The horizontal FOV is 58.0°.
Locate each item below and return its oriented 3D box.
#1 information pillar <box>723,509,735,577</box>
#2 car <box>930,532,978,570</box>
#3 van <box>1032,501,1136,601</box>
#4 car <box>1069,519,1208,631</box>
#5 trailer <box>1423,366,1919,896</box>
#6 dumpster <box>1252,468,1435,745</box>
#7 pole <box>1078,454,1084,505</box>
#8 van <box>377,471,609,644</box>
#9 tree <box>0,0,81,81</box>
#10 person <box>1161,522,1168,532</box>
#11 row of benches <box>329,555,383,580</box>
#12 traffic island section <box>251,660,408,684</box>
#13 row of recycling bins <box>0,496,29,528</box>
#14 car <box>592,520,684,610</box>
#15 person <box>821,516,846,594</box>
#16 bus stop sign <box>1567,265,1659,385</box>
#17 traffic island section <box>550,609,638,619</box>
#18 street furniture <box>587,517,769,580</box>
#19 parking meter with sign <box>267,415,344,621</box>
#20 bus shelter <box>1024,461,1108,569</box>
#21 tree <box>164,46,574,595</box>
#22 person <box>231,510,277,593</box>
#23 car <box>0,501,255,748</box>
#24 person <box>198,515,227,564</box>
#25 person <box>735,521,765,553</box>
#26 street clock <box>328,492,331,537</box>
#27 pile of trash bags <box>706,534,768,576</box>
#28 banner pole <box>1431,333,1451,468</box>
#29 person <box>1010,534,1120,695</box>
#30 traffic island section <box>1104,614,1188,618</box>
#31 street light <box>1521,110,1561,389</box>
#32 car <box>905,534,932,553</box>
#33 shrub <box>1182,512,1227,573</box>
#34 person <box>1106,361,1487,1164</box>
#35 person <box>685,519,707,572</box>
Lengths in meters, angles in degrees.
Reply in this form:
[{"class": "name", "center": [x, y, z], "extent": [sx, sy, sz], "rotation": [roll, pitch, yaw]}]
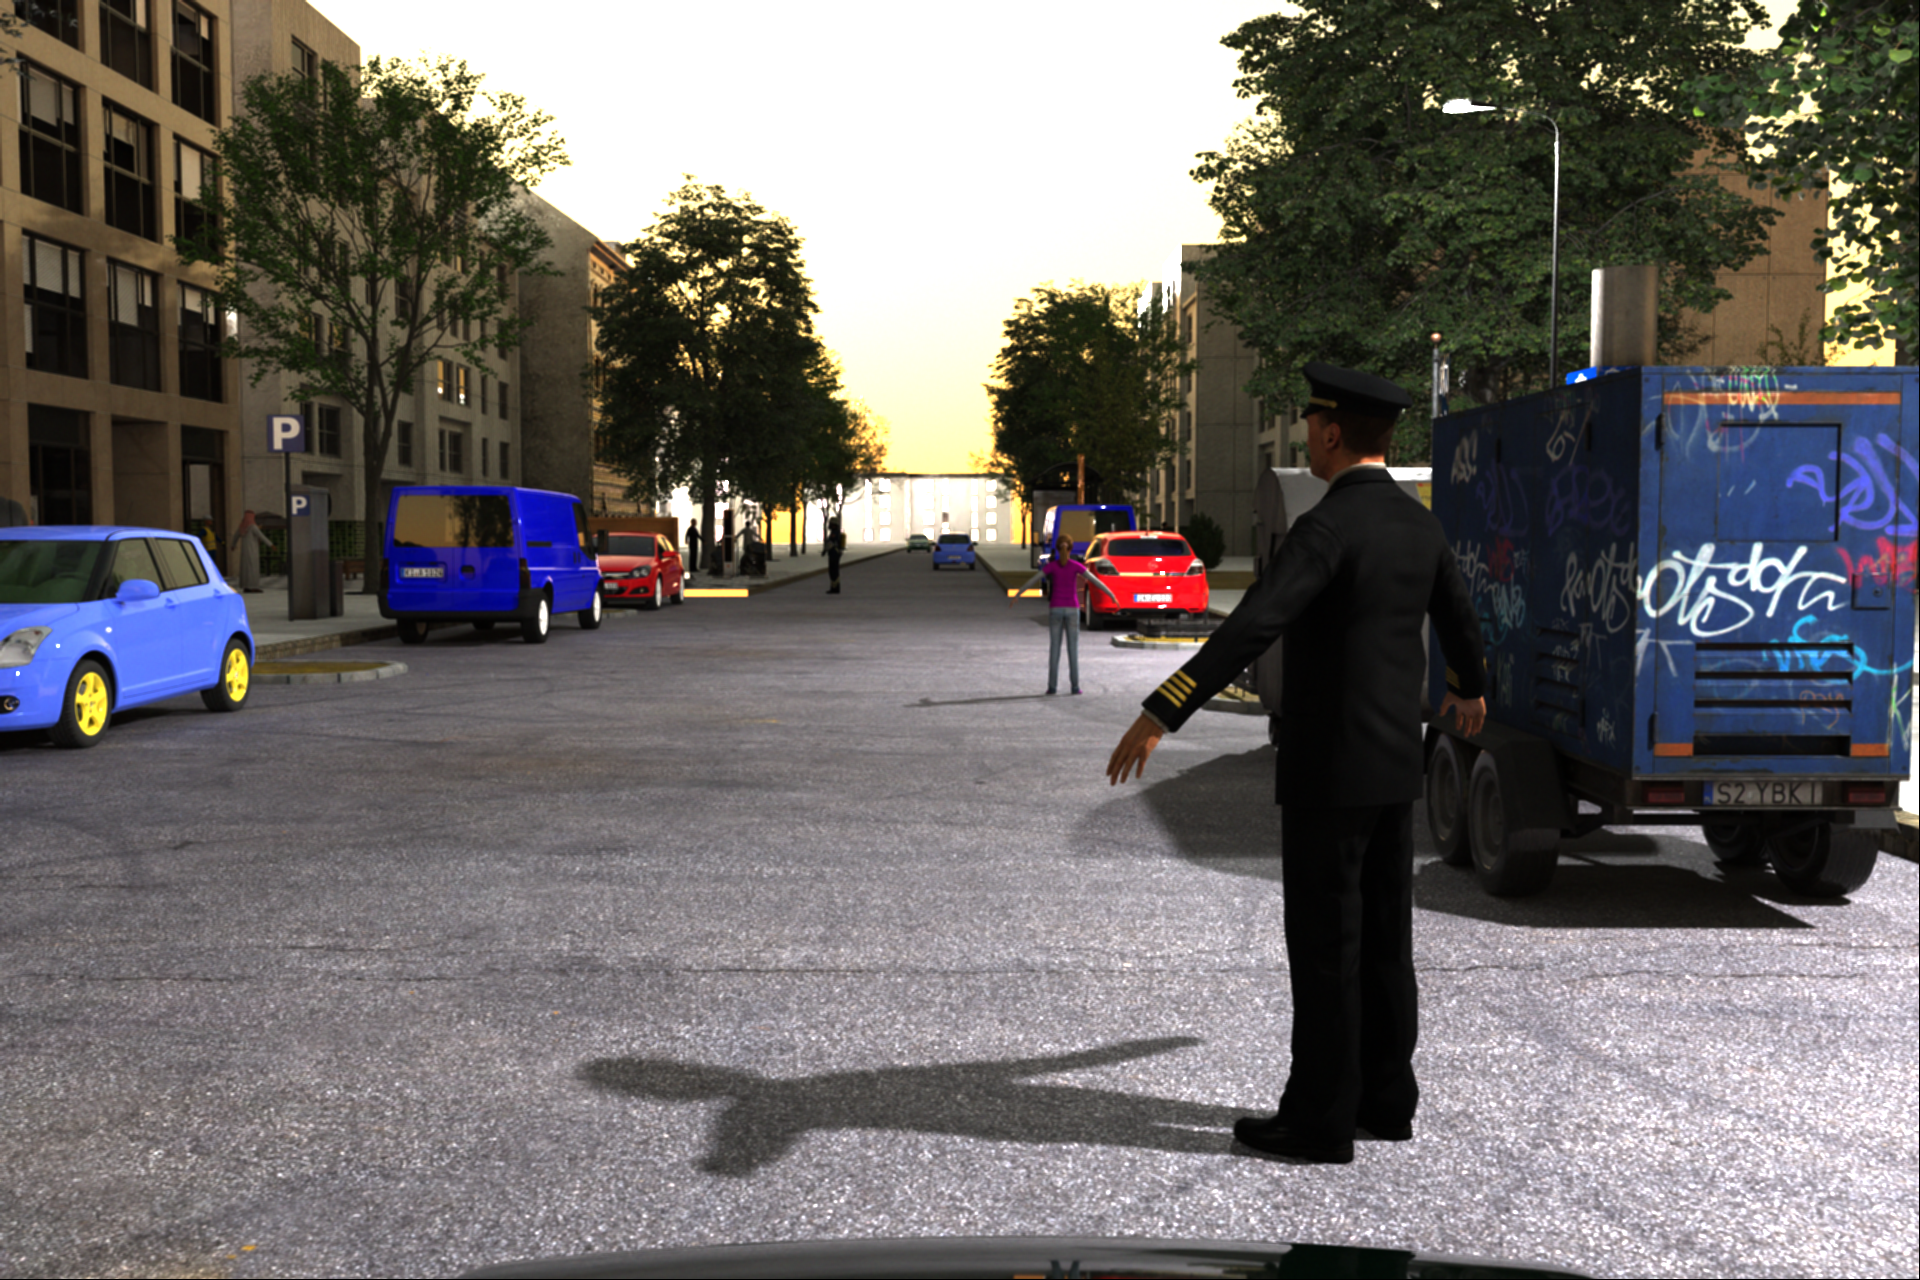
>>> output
[{"class": "information pillar", "center": [-6.843, -2.862, 51.279], "extent": [0.304, 2.012, 0.304], "rotation": [0, 3, 0]}, {"class": "car", "center": [-0.239, -3.700, 70.092], "extent": [1.945, 1.707, 3.694], "rotation": [0, 4, 0]}, {"class": "van", "center": [2.792, -2.083, 38.438], "extent": [2.240, 2.365, 5.245], "rotation": [0, 4, 0]}, {"class": "car", "center": [2.750, -1.111, 27.202], "extent": [2.155, 1.783, 4.494], "rotation": [0, 4, -1]}, {"class": "trailer", "center": [2.802, -0.050, 7.863], "extent": [1.471, 1.999, 3.904], "rotation": [0, 4, 0]}, {"class": "dumpster", "center": [2.864, -0.186, 11.262], "extent": [1.865, 1.857, 1.264], "rotation": [0, 4, -1]}, {"class": "pole", "center": [3.085, -3.081, 44.220], "extent": [0.158, 3.312, 0.155], "rotation": [0, 3, 0]}, {"class": "van", "center": [-6.371, -1.218, 24.301], "extent": [2.240, 2.365, 5.245], "rotation": [0, 4, 0]}, {"class": "tree", "center": [-12.206, -6.200, 11.735], "extent": [12.009, 13.543, 11.850], "rotation": [0, 3, 0]}, {"class": "person", "center": [8.952, -4.242, 75.537], "extent": [0.705, 1.806, 1.347], "rotation": [0, 4, -6]}, {"class": "row of benches", "center": [-17.014, -2.113, 50.007], "extent": [1.422, 0.672, 4.104], "rotation": [1, 4, 9]}, {"class": "traffic island section", "center": [-6.732, 0.327, 17.518], "extent": [1.991, 0.108, 1.994], "rotation": [0, 4, 0]}, {"class": "row of recycling bins", "center": [-9.593, -0.526, 15.721], "extent": [1.069, 1.692, 3.534], "rotation": [0, 4, 1]}, {"class": "car", "center": [-6.554, -1.522, 33.924], "extent": [2.155, 1.783, 4.494], "rotation": [0, 3, 0]}, {"class": "person", "center": [-3.058, -2.048, 41.723], "extent": [0.705, 1.856, 1.354], "rotation": [1, 4, 10]}, {"class": "bus stop sign", "center": [6.612, -1.731, 17.326], "extent": [0.837, 3.901, 0.837], "rotation": [0, 4, 0]}, {"class": "traffic island section", "center": [-6.730, -0.456, 30.327], "extent": [1.991, 0.108, 1.994], "rotation": [0, 4, 1]}, {"class": "street furniture", "center": [-10.717, -2.317, 44.743], "extent": [11.010, 1.723, 9.812], "rotation": [-1, 4, -10]}, {"class": "parking meter with sign", "center": [-9.845, -1.831, 26.204], "extent": [0.543, 3.016, 1.738], "rotation": [0, 4, -1]}, {"class": "bus shelter", "center": [3.046, -3.496, 51.086], "extent": [2.014, 3.302, 5.546], "rotation": [0, 4, -1]}, {"class": "tree", "center": [-12.358, -6.780, 36.605], "extent": [9.928, 11.665, 9.643], "rotation": [0, 3, 0]}, {"class": "person", "center": [-15.481, -1.938, 37.834], "extent": [1.347, 1.811, 0.704], "rotation": [2, 4, 27]}, {"class": "car", "center": [-6.654, -0.190, 12.691], "extent": [1.945, 1.707, 3.694], "rotation": [0, 4, 0]}, {"class": "person", "center": [-18.861, -2.275, 43.661], "extent": [0.721, 1.772, 1.216], "rotation": [0, 4, 6]}, {"class": "person", "center": [-8.475, -3.863, 69.341], "extent": [1.347, 1.806, 0.705], "rotation": [1, 4, 12]}, {"class": "street clock", "center": [-10.545, -1.467, 28.558], "extent": [0.358, 2.002, 0.471], "rotation": [0, 4, 1]}, {"class": "pile of trash bags", "center": [-6.998, -2.701, 53.912], "extent": [1.912, 1.369, 3.447], "rotation": [0, 4, 0]}, {"class": "banner pole", "center": [5.921, -1.921, 21.426], "extent": [0.401, 3.779, 0.863], "rotation": [0, 4, 0]}, {"class": "person", "center": [0.936, -0.231, 15.503], "extent": [0.991, 1.433, 0.599], "rotation": [0, 4, 6]}, {"class": "traffic island section", "center": [2.964, -0.473, 30.596], "extent": [1.991, 0.108, 1.994], "rotation": [0, 4, 0]}, {"class": "street light", "center": [6.938, -2.821, 18.660], "extent": [1.470, 5.913, 1.316], "rotation": [0, 4, 0]}, {"class": "car", "center": [-3.209, -7.556, 135.331], "extent": [2.131, 1.459, 4.920], "rotation": [0, 4, 0]}, {"class": "shrub", "center": [8.013, -3.284, 57.739], "extent": [1.661, 2.075, 1.752], "rotation": [0, 3, 0]}, {"class": "person", "center": [0.889, 0.265, 4.065], "extent": [1.347, 1.837, 0.705], "rotation": [-3, 5, -41]}, {"class": "person", "center": [-9.014, -3.211, 58.730], "extent": [0.704, 1.802, 1.346], "rotation": [1, 4, 20]}]
